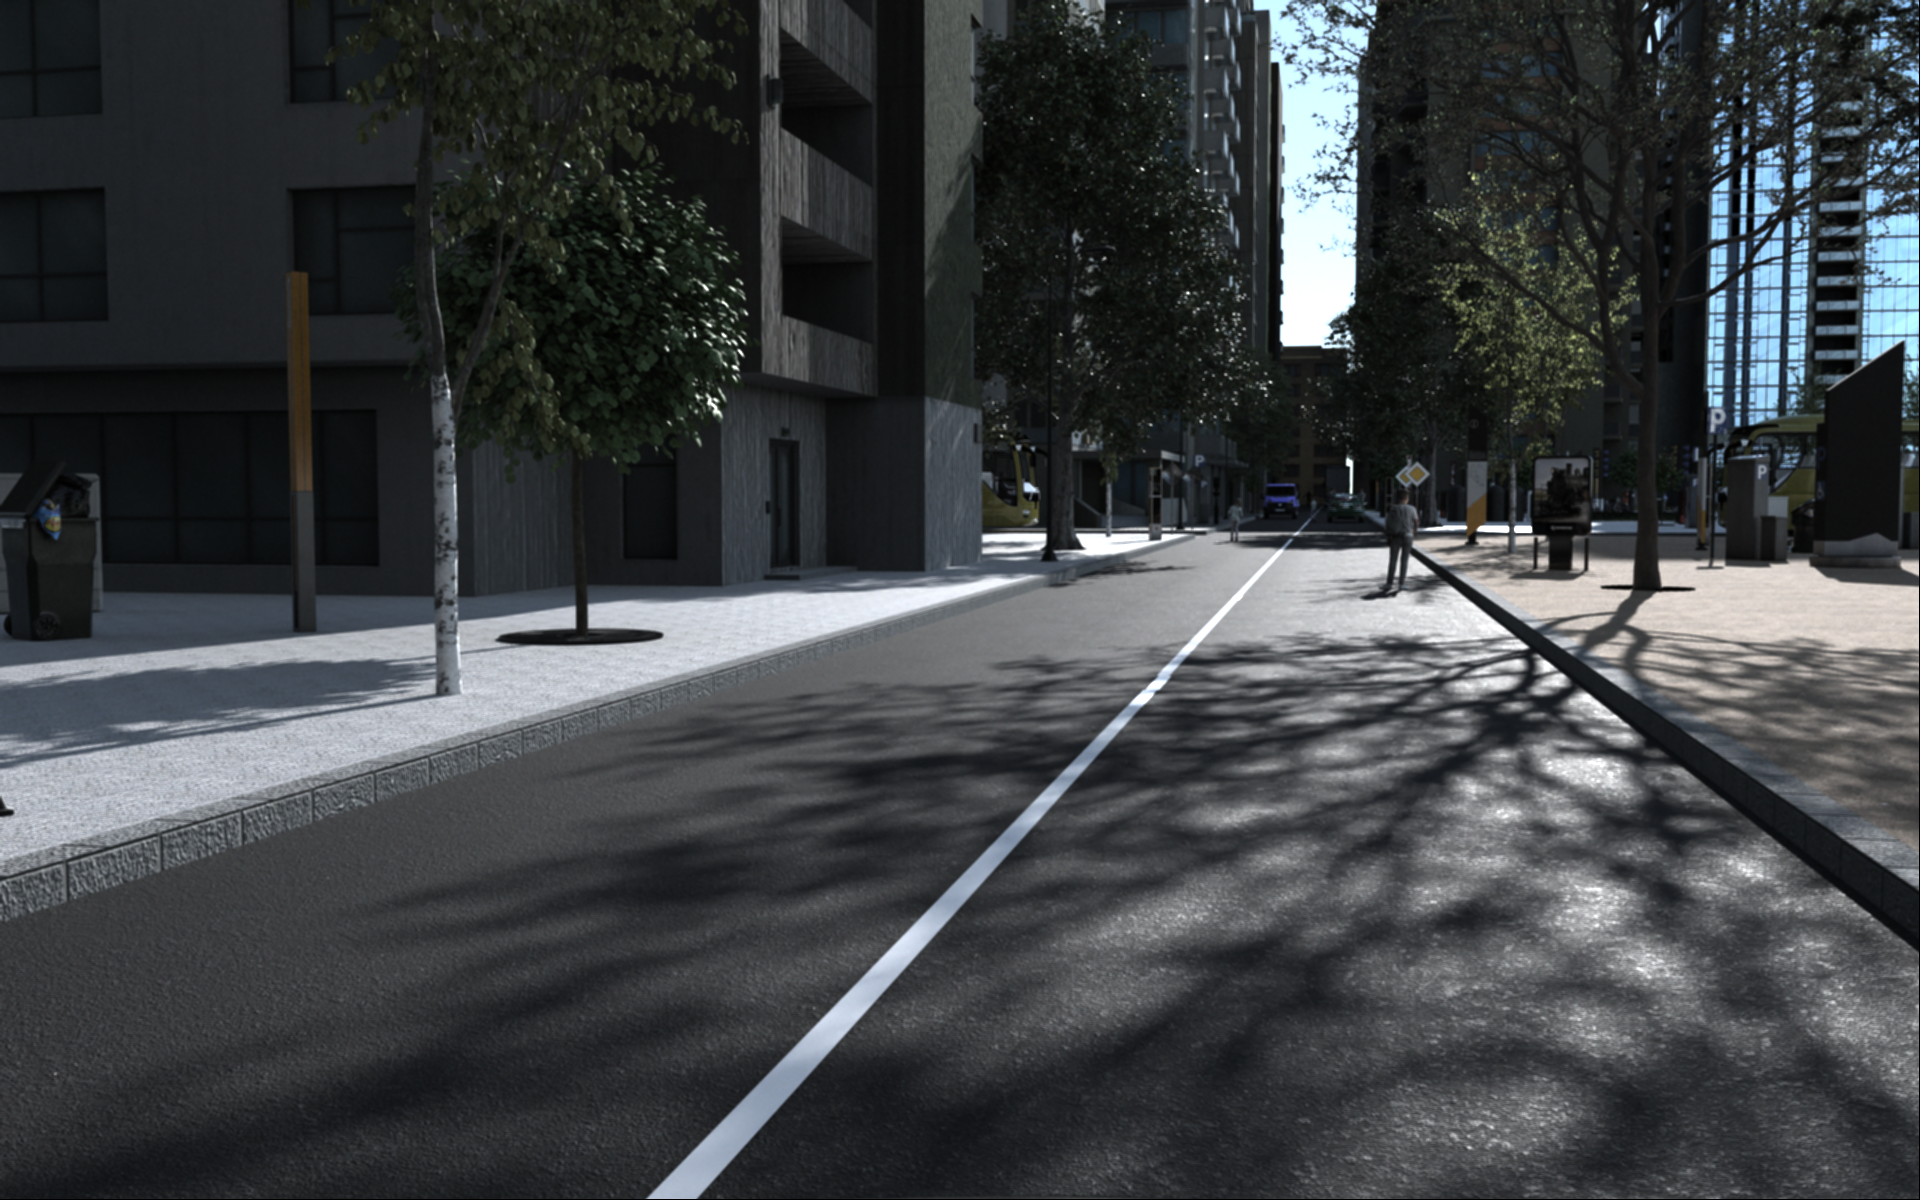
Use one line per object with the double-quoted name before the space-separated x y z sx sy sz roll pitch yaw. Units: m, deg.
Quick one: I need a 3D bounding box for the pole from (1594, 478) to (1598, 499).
"pole" 42.485 -7.453 115.697 0.158 3.312 0.155 0 3 0

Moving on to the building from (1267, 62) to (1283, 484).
"building" 25.820 -32.307 178.324 14.600 45.320 14.200 1 4 12

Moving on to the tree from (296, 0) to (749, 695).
"tree" -3.044 -3.701 10.878 4.737 8.622 4.395 0 3 0

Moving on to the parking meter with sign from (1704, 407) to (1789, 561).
"parking meter with sign" 15.442 -2.306 33.957 0.543 3.016 1.738 -1 4 -23

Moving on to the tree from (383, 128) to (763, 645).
"tree" -3.390 -1.936 15.366 4.285 4.588 4.351 0 3 0

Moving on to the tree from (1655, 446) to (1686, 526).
"tree" 28.602 -4.624 70.199 1.663 3.219 1.824 0 3 0

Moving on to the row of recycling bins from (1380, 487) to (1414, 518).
"row of recycling bins" 24.383 -5.406 95.497 3.534 1.692 1.069 -3 5 -40

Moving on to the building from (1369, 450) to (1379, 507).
"building" 48.181 -24.530 172.759 14.160 30.474 14.107 1 4 12

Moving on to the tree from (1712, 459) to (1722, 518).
"tree" 41.365 -6.118 94.639 1.663 3.219 1.824 0 3 0

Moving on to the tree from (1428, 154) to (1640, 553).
"tree" 12.274 -5.332 37.545 4.360 8.622 3.978 0 3 0

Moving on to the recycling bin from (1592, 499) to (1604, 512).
"recycling bin" 33.865 -4.892 92.532 0.722 1.027 0.722 -3 4 -36

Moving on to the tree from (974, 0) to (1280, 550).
"tree" 2.507 -7.501 39.645 9.611 12.733 9.660 0 3 0

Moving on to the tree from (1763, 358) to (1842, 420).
"tree" 46.083 -8.821 94.584 4.737 8.622 4.395 0 3 0

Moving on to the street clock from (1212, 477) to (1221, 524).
"street clock" 10.877 -4.213 73.448 0.358 2.002 0.471 1 4 15

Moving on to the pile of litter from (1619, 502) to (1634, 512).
"pile of litter" 34.927 -4.693 90.698 1.176 0.858 1.719 -2 4 -29

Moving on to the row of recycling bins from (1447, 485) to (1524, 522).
"row of recycling bins" 24.449 -4.488 80.497 3.534 1.692 1.069 0 4 -4

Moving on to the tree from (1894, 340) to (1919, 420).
"tree" 45.360 -8.070 82.314 4.737 8.622 4.395 0 3 0

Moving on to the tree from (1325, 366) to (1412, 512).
"tree" 29.897 -12.088 123.394 9.928 11.665 9.643 0 3 0

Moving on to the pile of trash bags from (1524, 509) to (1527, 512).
"pile of trash bags" 40.440 -6.842 121.627 1.912 1.369 3.447 1 4 19

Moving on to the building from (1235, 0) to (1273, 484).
"building" 18.740 -44.151 160.121 20.563 71.187 20.611 1 4 12

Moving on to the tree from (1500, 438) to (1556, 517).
"tree" 31.658 -6.897 96.483 4.285 4.588 4.351 0 3 0

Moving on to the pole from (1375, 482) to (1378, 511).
"pole" 31.099 -8.279 129.206 0.158 3.312 0.155 0 3 0

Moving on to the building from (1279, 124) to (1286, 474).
"building" 21.848 -35.508 200.167 30.456 49.044 23.786 1 4 12

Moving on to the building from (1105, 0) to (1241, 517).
"building" 5.937 -29.929 108.955 23.786 49.044 30.456 1 4 12

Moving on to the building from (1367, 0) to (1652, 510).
"building" 46.917 -30.326 150.451 22.147 44.769 28.867 1 4 12

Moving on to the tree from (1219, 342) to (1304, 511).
"tree" 22.108 -12.943 129.750 7.486 12.596 7.792 0 3 0

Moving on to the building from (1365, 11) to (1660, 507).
"building" 59.250 -36.801 190.937 28.713 52.752 27.495 1 4 12

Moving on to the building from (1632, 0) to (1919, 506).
"building" 89.970 -53.430 186.253 31.000 86.520 22.319 1 4 12

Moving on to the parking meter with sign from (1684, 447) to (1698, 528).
"parking meter with sign" 27.501 -4.193 64.819 0.543 3.016 1.738 1 4 11

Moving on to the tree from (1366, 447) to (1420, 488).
"tree" 25.172 -7.077 99.429 4.285 4.588 4.351 0 3 0

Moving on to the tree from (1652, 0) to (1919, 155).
"tree" 5.193 -4.451 7.179 8.767 10.594 7.601 3 5 43

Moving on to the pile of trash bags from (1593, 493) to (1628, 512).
"pile of trash bags" 45.017 -6.730 119.781 1.912 1.369 3.447 -2 4 -24

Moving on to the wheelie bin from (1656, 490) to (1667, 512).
"wheelie bin" 34.663 -4.780 86.059 0.980 1.594 0.693 3 4 36

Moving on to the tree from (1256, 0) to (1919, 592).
"tree" 9.051 -6.875 22.782 12.009 13.543 11.850 0 3 0

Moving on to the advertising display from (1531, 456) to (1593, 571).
"advertising display" 10.171 -1.472 29.283 0.974 1.923 0.123 3 4 35

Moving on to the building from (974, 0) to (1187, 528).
"building" -6.648 -23.491 75.965 32.217 40.220 23.993 1 4 12

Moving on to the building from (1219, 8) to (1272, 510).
"building" 18.224 -28.125 143.433 14.154 41.232 14.086 1 4 12

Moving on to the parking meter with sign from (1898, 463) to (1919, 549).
"parking meter with sign" 21.477 -2.680 40.078 1.738 3.016 0.543 -1 4 -22

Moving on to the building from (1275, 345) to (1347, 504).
"building" 37.022 -23.689 232.352 28.899 21.520 27.650 1 4 12

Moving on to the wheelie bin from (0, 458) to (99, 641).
"wheelie bin" -8.104 -0.459 15.419 0.980 1.594 0.693 3 5 40

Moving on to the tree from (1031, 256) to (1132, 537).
"tree" 4.226 -6.188 51.542 4.737 8.622 4.395 0 3 0

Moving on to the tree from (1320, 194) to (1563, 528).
"tree" 18.082 -9.130 66.288 9.611 12.733 9.660 0 3 0

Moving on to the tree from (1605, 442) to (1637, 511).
"tree" 42.717 -7.719 109.921 4.285 4.588 4.351 0 3 0

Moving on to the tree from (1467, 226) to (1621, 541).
"tree" 16.237 -5.956 47.744 4.737 8.622 4.395 0 3 0

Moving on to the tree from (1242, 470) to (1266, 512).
"tree" 21.173 -7.945 124.508 1.663 3.219 1.824 0 3 0

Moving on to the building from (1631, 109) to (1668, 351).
"building" 90.627 -36.274 216.776 21.600 48.544 21.300 1 4 12

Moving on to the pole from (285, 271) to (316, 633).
"pole" -6.100 -1.357 16.023 0.158 3.312 0.155 0 3 0

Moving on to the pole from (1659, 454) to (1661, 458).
"pole" 35.354 -5.722 87.397 0.158 3.312 0.155 0 3 0

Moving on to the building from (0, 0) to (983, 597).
"building" -7.882 -15.622 27.123 14.160 30.474 14.107 1 4 12

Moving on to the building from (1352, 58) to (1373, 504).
"building" 65.345 -41.626 222.591 28.212 58.520 21.231 1 4 12
